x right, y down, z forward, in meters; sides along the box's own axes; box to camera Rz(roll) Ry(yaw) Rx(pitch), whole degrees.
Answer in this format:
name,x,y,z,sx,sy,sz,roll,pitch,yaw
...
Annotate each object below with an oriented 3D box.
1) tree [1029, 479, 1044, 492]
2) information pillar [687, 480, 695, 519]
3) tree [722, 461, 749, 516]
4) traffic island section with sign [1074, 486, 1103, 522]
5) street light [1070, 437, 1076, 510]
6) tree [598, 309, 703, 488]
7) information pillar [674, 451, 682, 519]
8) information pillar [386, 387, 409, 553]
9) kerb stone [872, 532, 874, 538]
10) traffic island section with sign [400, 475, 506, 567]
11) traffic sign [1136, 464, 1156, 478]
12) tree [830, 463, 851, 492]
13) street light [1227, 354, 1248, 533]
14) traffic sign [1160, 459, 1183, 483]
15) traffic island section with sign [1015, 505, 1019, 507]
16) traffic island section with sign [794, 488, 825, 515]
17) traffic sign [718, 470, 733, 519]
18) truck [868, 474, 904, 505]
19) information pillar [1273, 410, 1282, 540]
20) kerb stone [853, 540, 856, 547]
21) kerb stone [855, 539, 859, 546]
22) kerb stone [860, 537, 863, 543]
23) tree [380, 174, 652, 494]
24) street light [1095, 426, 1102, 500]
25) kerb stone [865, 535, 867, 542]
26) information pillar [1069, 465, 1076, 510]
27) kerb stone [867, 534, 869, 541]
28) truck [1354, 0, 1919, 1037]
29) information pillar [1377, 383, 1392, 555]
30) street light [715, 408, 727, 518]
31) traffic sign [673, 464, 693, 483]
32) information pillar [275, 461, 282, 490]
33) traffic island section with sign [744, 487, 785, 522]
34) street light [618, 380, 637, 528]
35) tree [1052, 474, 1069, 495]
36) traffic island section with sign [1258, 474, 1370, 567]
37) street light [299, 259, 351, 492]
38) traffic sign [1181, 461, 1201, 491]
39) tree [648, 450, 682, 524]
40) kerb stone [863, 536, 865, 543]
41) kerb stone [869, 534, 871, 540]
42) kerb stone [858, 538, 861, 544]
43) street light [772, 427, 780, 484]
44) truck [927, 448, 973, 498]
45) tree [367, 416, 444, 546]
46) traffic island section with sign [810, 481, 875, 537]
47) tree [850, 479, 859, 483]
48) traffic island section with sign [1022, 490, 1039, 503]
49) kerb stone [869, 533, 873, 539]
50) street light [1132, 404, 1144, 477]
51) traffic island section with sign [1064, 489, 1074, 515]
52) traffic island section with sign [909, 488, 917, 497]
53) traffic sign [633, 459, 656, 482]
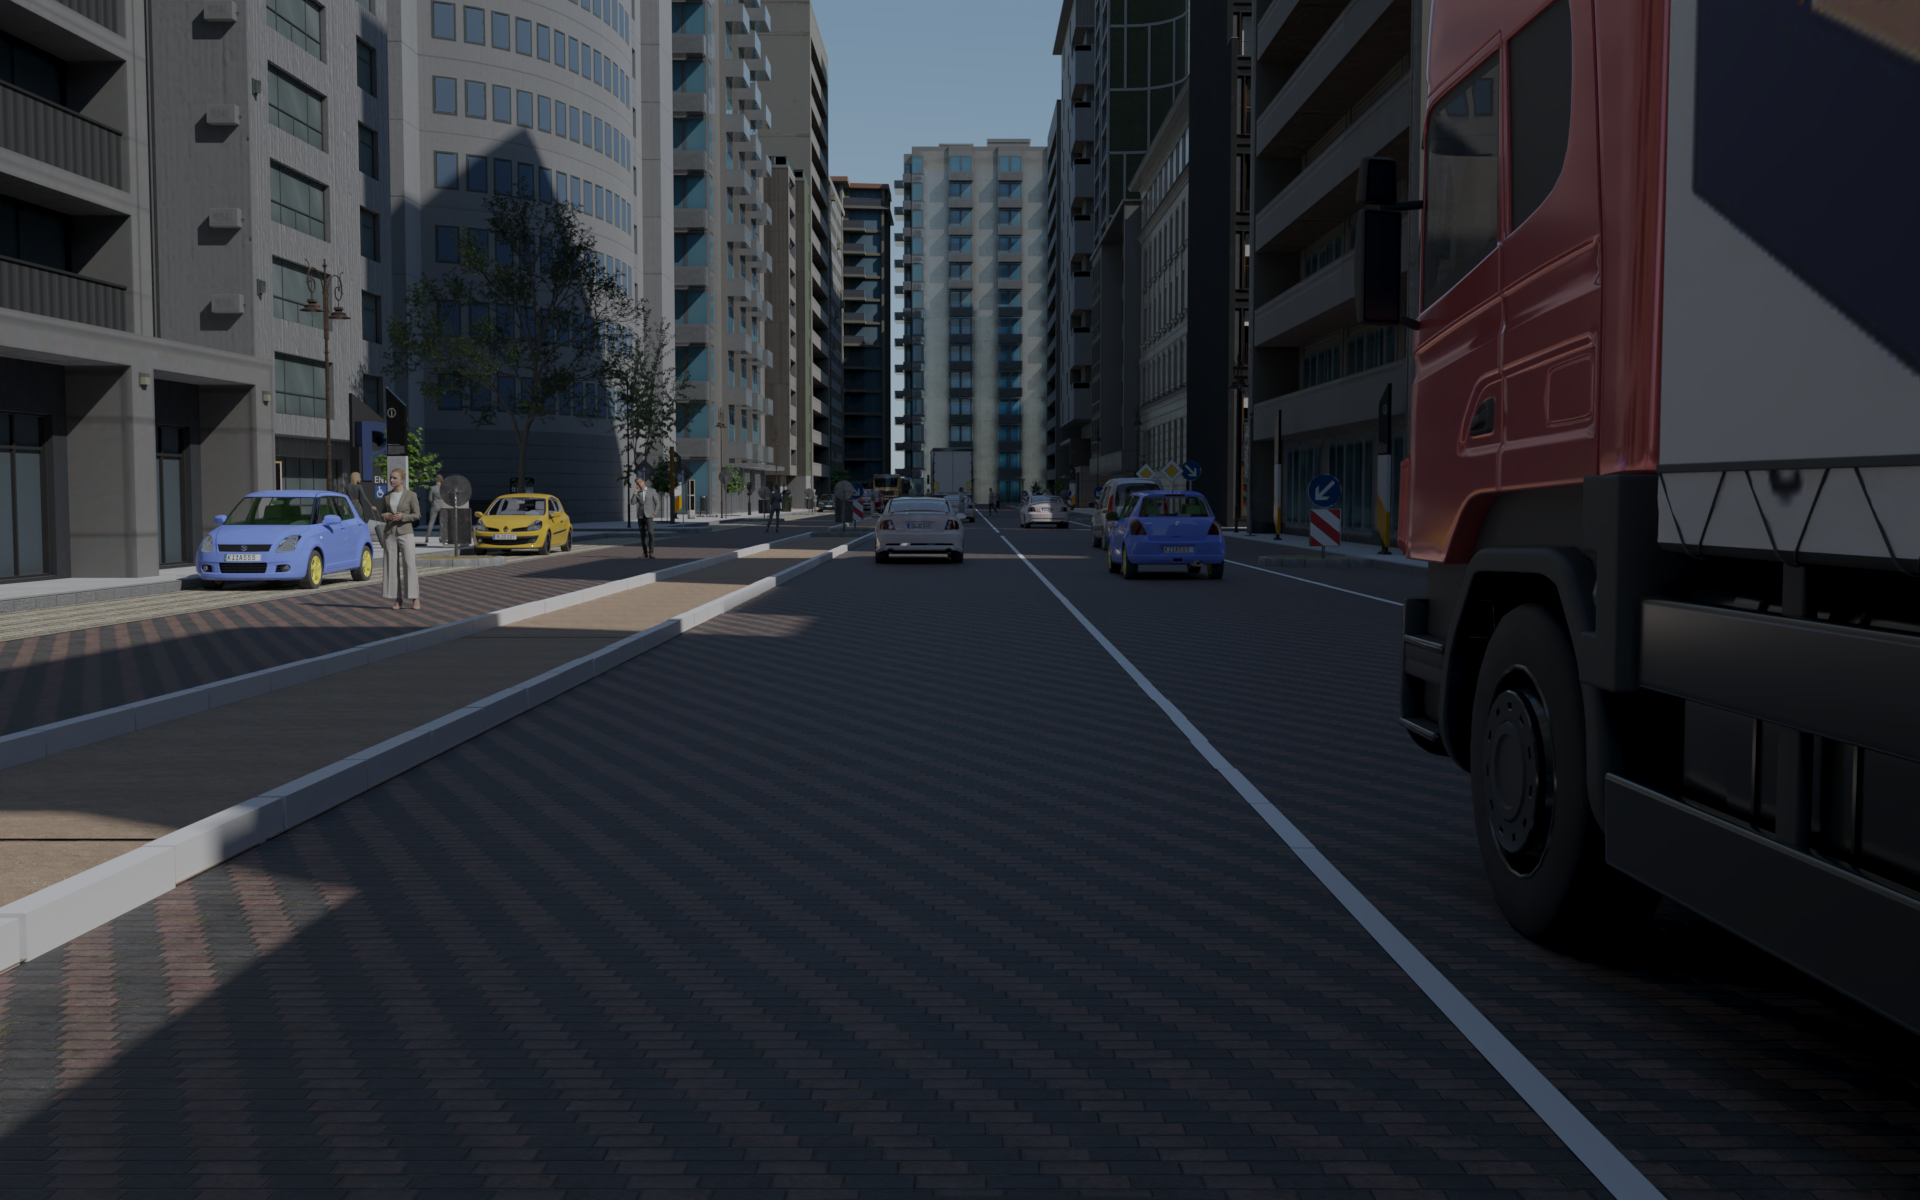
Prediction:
name,x,y,z,sx,sy,sz,roll,pitch,yaw
tree,9.447,-13.559,216.288,1.663,3.219,1.824,0,3,0
information pillar,-13.831,-5.174,89.083,0.304,2.012,0.304,-2,4,-34
tree,-13.363,-6.515,101.128,1.663,3.219,1.824,0,3,0
traffic island section with sign,7.132,-5.004,90.445,1.989,1.847,2.006,0,3,0
street light,9.187,-10.254,140.446,0.468,5.910,1.993,0,3,0
tree,-12.737,-7.312,69.912,4.737,8.622,4.395,0,3,0
information pillar,-14.682,-6.015,89.699,0.504,3.616,0.183,-2,4,-25
information pillar,-12.337,-2.851,37.965,0.504,3.616,0.183,1,4,16
kerb stone,-2.889,-2.009,55.035,0.120,0.150,1.000,0,3,0
traffic island section with sign,-10.241,-1.600,34.795,1.989,1.847,2.006,0,3,0
traffic sign,7.073,-3.883,65.683,0.795,2.593,0.064,0,3,0
tree,-13.019,-12.119,181.854,4.285,4.588,4.351,0,3,0
street light,9.170,-5.169,57.301,0.468,5.910,1.993,0,3,0
traffic sign,7.068,-3.395,57.698,0.795,2.593,0.064,0,3,0
traffic island section with sign,7.185,-11.404,195.080,1.989,1.847,2.006,0,3,0
traffic island section with sign,-10.185,-6.650,117.356,1.989,1.847,2.006,0,3,0
traffic sign,-12.220,-5.522,90.383,0.768,2.556,0.104,0,4,0
truck,-7.146,-10.681,170.558,3.469,3.379,9.791,0,4,-1
information pillar,8.857,-3.482,48.286,0.183,3.616,0.504,0,4,-2
kerb stone,-2.899,-1.437,45.824,0.120,0.150,1.000,0,3,0
kerb stone,-2.897,-1.508,46.845,0.120,0.150,1.000,0,3,0
kerb stone,-2.900,-1.633,48.889,0.120,0.150,1.000,0,3,0
tree,-13.243,-7.164,51.550,8.767,10.594,7.601,0,4,-3
street light,9.153,-8.701,115.044,0.468,5.910,1.993,0,3,0
kerb stone,-2.892,-1.757,50.936,0.120,0.150,1.000,0,3,0
information pillar,8.804,-8.831,135.748,0.504,3.616,0.183,1,4,21
kerb stone,-2.892,-1.818,51.959,0.120,0.150,1.000,0,3,0
truck,3.000,-0.808,2.131,2.839,4.237,11.283,0,4,-1
information pillar,9.010,-2.777,36.759,0.183,3.616,0.504,-1,4,-10
street light,-12.626,-7.269,91.644,0.468,5.910,1.993,0,3,0
traffic sign,-10.521,-3.885,65.716,0.795,2.593,0.064,0,3,0
information pillar,-15.425,-2.107,38.940,0.304,2.012,0.304,-3,4,-36
traffic island section with sign,-10.196,-5.001,90.401,1.989,1.847,2.006,0,3,0
street light,-12.621,-5.695,65.893,0.468,5.910,1.993,0,3,0
tree,9.303,-10.114,159.968,1.663,3.219,1.824,0,3,0
traffic island section with sign,7.087,-1.610,34.944,1.989,1.847,2.006,0,3,0
street light,-12.477,-3.755,34.188,0.468,5.910,1.993,0,3,0
traffic sign,8.773,-4.023,65.884,0.768,2.556,0.104,0,4,8
tree,-13.845,-5.210,79.786,1.663,3.219,1.824,0,3,0
kerb stone,-2.898,-1.695,49.914,0.120,0.150,1.000,0,3,0
kerb stone,-2.890,-1.883,52.983,0.120,0.150,1.000,0,3,0
kerb stone,-2.893,-1.570,47.867,0.120,0.150,1.000,0,3,0
street light,-12.412,-8.823,117.045,0.468,5.910,1.993,0,3,0
truck,-0.623,-7.412,110.098,2.839,4.237,11.283,0,4,-2
tree,-13.618,-2.955,42.911,1.663,3.219,1.824,0,3,0
traffic island section with sign,-3.934,-3.051,58.027,2.006,1.907,1.989,0,3,0
tree,-13.233,-13.706,218.686,1.663,3.219,1.824,0,3,0
traffic island section with sign,7.168,-9.735,167.801,1.989,1.847,2.006,0,3,0
kerb stone,-2.888,-1.943,54.005,0.120,0.150,1.000,0,3,0
street light,9.109,-7.107,88.980,0.468,5.910,1.993,0,3,0
traffic island section with sign,7.139,-6.705,118.249,1.989,1.847,2.006,0,3,0
traffic island section with sign,-3.877,-8.100,140.573,2.006,1.907,1.989,0,3,0
traffic sign,-10.527,-3.397,57.731,0.795,2.593,0.064,0,3,0
